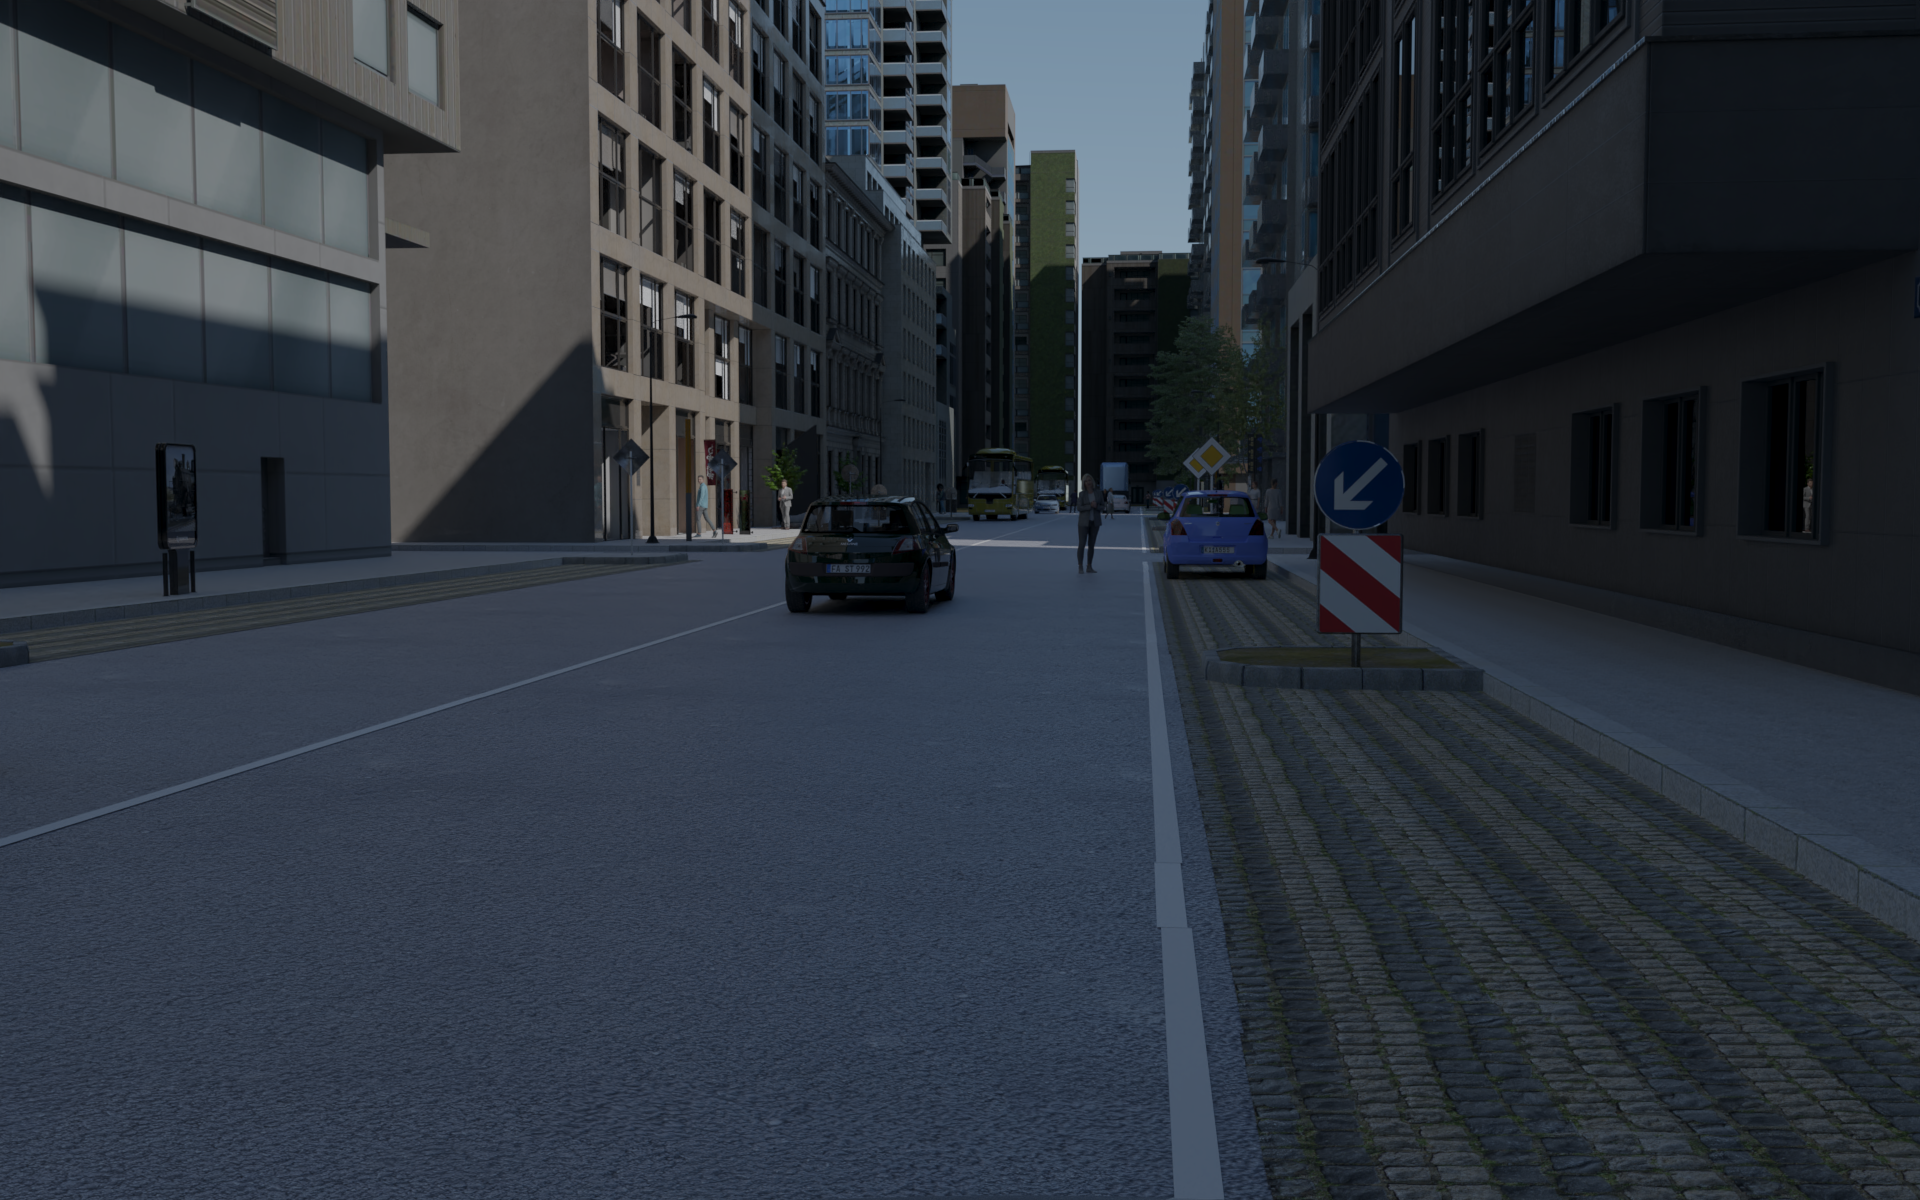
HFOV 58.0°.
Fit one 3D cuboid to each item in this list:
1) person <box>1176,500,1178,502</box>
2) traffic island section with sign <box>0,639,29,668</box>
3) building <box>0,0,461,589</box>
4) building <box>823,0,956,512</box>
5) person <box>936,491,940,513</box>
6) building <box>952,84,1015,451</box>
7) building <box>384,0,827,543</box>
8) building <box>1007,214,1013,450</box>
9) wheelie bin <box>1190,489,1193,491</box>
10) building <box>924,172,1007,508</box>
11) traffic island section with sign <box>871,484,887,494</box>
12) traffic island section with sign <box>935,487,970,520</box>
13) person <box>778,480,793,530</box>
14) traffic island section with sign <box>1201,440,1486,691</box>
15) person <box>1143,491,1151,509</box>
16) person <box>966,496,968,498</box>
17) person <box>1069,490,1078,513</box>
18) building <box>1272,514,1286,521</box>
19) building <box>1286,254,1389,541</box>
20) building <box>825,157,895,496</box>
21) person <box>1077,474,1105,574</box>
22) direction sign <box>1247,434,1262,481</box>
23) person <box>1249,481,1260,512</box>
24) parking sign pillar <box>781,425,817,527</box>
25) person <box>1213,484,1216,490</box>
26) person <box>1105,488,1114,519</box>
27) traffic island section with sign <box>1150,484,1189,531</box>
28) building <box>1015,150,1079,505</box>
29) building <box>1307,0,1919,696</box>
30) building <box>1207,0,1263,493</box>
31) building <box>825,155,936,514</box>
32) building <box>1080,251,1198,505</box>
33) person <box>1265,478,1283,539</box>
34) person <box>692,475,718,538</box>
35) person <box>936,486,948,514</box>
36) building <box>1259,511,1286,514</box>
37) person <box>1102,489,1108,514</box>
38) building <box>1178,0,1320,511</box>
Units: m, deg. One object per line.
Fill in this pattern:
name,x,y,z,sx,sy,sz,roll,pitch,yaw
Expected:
person,19.632,-9.151,156.605,0.436,1.711,0.756,0,4,7
traffic island section with sign,-8.900,-0.343,14.231,1.989,1.847,2.006,0,4,6
building,-25.036,-26.612,24.350,27.495,52.752,28.713,0,4,6
building,-11.065,-50.269,134.567,22.319,86.520,31.000,0,4,6
person,-1.400,-6.846,118.163,0.709,1.800,0.728,3,5,39
building,-1.642,-32.840,187.051,14.200,45.320,14.600,0,4,6
building,-17.394,-15.783,62.564,19.350,26.468,34.151,0,4,6
building,-2.213,-24.492,172.152,14.160,30.474,14.107,0,4,6
wheelie bin,14.170,-5.990,105.849,0.693,1.594,0.980,0,4,4
building,-3.548,-23.635,158.133,14.160,30.474,14.107,0,4,6
traffic island section with sign,-3.232,-3.683,68.848,1.989,1.847,2.006,0,4,6
traffic island section with sign,-0.459,-5.323,95.661,1.989,1.847,2.006,0,4,6
person,-6.314,-3.413,62.040,0.606,1.804,0.583,1,4,22
traffic island section with sign,2.911,-0.300,13.537,1.989,1.847,2.006,0,4,6
person,18.123,-9.698,167.774,0.721,1.736,1.217,-2,4,-26
person,1.004,-8.036,137.950,1.217,1.766,0.721,-2,4,-32
person,8.523,-7.405,130.018,0.683,1.767,0.568,0,4,3
building,26.106,-28.644,87.942,23.786,49.044,30.456,0,4,6
building,25.691,-45.073,49.608,31.000,86.520,22.319,0,4,6
building,-9.888,-13.712,88.824,10.561,19.102,19.286,0,4,6
person,2.382,-1.389,31.398,0.537,1.800,0.526,0,4,-6
direction sign,11.135,-4.492,65.441,0.876,3.537,0.379,-3,5,-44
person,10.668,-3.457,63.139,0.480,1.755,0.524,3,5,43
parking sign pillar,-6.218,-4.807,67.071,1.447,3.967,1.447,-2,4,-29
person,13.570,-5.247,91.800,0.622,1.834,0.822,-2,4,-34
person,8.529,-5.502,98.676,0.641,1.798,0.478,3,5,39
traffic island section with sign,8.557,-3.633,68.034,1.989,1.847,2.006,0,4,6
building,7.233,-32.146,209.175,14.086,41.232,14.154,0,4,6
building,12.484,-13.869,20.273,14.314,27.812,24.014,0,4,6
building,25.156,-28.935,123.198,14.600,45.320,14.200,0,4,6
building,-7.605,-15.409,106.686,10.420,20.320,16.860,0,4,6
building,21.592,-26.728,208.700,14.107,30.474,14.160,0,4,6
person,8.991,-2.608,49.430,0.466,1.731,0.760,-2,4,-25
person,-7.483,-2.736,50.647,0.748,1.841,0.638,1,4,13
person,-1.139,-6.297,109.351,0.721,1.781,0.623,0,4,-1
building,31.869,-32.130,144.933,23.786,49.044,30.456,0,4,6
person,10.403,-7.087,124.381,1.348,1.822,0.705,2,4,25
building,34.402,-33.983,175.232,23.786,49.044,30.456,0,4,6
